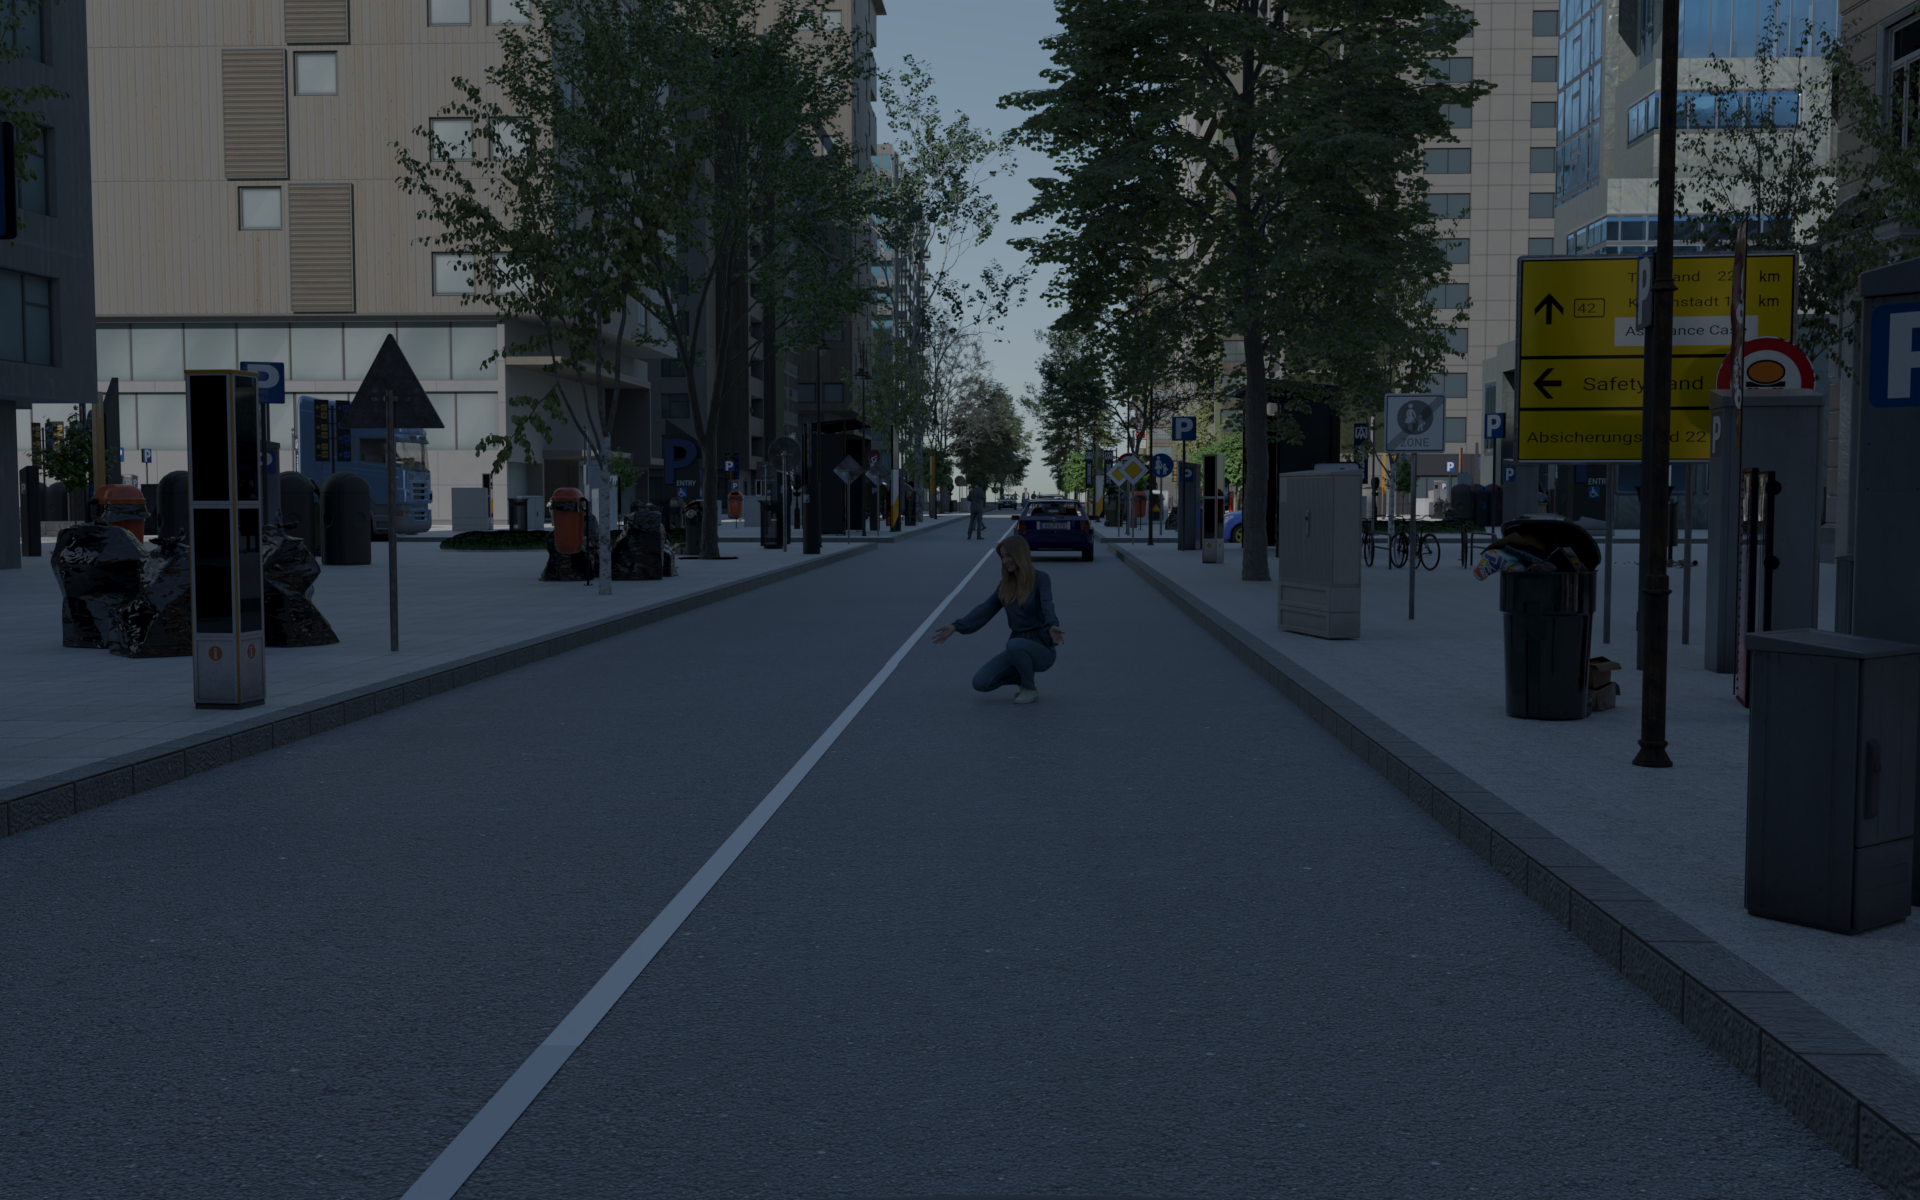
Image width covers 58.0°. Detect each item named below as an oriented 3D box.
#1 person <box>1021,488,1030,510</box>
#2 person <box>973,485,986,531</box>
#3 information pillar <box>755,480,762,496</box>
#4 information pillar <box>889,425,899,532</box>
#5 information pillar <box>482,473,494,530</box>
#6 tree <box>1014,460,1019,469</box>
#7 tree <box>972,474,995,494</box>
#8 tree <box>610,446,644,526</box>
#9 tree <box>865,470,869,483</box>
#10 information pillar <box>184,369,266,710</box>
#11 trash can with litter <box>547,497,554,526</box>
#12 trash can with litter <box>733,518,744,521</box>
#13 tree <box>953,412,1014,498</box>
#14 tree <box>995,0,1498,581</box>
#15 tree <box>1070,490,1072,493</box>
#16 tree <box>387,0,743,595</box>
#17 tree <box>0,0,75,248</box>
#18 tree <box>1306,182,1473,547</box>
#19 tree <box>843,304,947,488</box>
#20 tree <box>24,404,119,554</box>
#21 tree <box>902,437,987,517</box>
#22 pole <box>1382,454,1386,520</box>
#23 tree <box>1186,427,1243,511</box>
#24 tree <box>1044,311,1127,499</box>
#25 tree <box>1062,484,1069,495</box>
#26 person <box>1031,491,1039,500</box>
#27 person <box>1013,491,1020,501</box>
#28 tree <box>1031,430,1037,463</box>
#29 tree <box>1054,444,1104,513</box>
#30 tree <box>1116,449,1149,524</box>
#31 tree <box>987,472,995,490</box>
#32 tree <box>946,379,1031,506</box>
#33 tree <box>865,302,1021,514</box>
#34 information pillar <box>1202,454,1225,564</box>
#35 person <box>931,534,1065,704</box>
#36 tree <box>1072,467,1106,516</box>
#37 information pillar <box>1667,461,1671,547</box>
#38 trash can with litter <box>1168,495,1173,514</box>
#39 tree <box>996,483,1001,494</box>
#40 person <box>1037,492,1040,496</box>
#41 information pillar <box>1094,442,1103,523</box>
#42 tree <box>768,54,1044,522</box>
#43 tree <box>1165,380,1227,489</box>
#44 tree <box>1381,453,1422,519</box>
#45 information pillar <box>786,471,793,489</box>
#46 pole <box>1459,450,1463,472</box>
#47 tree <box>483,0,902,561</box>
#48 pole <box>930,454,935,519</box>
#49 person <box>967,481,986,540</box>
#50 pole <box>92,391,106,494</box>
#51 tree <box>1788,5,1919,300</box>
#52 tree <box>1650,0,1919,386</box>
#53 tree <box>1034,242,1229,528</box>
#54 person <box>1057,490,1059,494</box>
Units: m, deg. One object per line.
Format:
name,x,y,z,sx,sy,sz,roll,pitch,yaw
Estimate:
person,3.907,-5.789,103.175,0.581,1.822,0.654,0,4,3
person,0.674,-3.627,67.902,0.767,1.812,0.694,0,4,-6
information pillar,-10.369,-5.179,89.175,0.304,2.012,0.304,-1,4,-9
information pillar,-2.216,-4.119,58.699,0.183,3.616,0.504,1,4,20
information pillar,-16.742,-3.482,61.415,0.304,2.012,0.304,0,4,1
tree,5.802,-17.895,242.947,4.360,8.622,3.978,0,3,0
tree,2.117,-10.586,167.685,1.663,3.219,1.824,0,3,0
tree,-13.737,-4.578,69.452,1.663,3.219,1.824,0,3,0
tree,-6.721,-7.689,120.318,1.663,3.219,1.824,0,3,0
information pillar,-4.400,-0.360,10.386,0.304,2.012,0.304,1,4,8
trash can with litter,-15.706,-3.481,68.309,1.055,1.170,0.624,-3,5,-44
trash can with litter,-9.829,-4.343,82.061,2.233,1.210,1.678,-2,4,-26
tree,1.530,-12.252,150.683,4.360,8.622,3.978,0,3,0
tree,4.061,-6.545,25.136,7.486,12.596,7.792,0,3,0
tree,11.754,-10.569,167.410,1.663,3.219,1.824,0,3,0
tree,-4.716,-4.383,22.028,4.737,8.622,4.395,0,3,0
tree,-12.819,-4.307,20.786,4.737,8.622,4.395,0,3,0
tree,10.403,-5.590,41.761,4.737,8.622,4.395,0,3,0
tree,-2.530,-7.067,65.908,4.737,8.622,4.395,0,3,0
tree,-18.893,-2.607,37.219,1.663,3.219,1.824,0,3,0
tree,-1.672,-7.048,98.943,4.285,4.588,4.351,0,3,0
pole,21.334,-5.709,87.192,0.158,3.312,0.155,0,3,0
tree,13.191,-6.021,82.153,4.285,4.588,4.351,0,3,0
tree,12.569,-19.653,177.208,12.611,20.169,13.585,0,3,0
tree,13.216,-13.184,210.161,1.663,3.219,1.824,0,3,0
person,7.679,-10.330,177.929,0.617,1.759,0.750,2,4,34
person,7.006,-12.856,218.787,1.348,1.812,0.705,1,4,19
tree,6.228,-21.313,255.115,9.857,13.997,8.962,0,3,0
tree,8.264,-7.939,113.509,4.285,4.588,4.351,0,3,0
tree,7.403,-4.825,73.485,1.663,3.219,1.824,0,3,0
tree,1.789,-11.973,179.476,4.285,4.588,4.351,0,3,0
tree,2.615,-17.405,191.228,9.857,13.997,8.962,0,3,0
tree,-1.321,-12.312,111.668,12.009,13.543,11.850,0,3,0
information pillar,4.691,-1.685,32.049,0.304,2.012,0.304,3,4,38
person,0.413,0.128,11.913,0.738,1.151,1.012,-3,5,-44
tree,7.820,-6.468,100.359,1.663,3.219,1.824,0,3,0
information pillar,17.176,-3.106,42.143,0.183,3.616,0.504,3,5,41
trash can with litter,14.299,-6.830,122.734,1.678,1.210,2.233,2,4,33
tree,4.752,-14.847,237.343,1.663,3.219,1.824,0,3,0
person,13.053,-16.897,284.900,1.348,1.807,0.705,2,4,34
information pillar,6.278,-5.307,78.121,0.183,3.616,0.504,3,4,36
tree,-2.787,-13.561,77.612,12.611,20.169,13.585,0,3,0
tree,14.646,-9.613,107.531,4.737,8.622,4.395,0,3,0
tree,19.133,-4.878,74.350,1.663,3.219,1.824,0,3,0
information pillar,-8.530,-5.838,86.798,0.183,3.616,0.504,-3,4,-38
pole,22.914,-5.228,79.313,0.158,3.312,0.155,0,3,0
tree,-4.985,-6.592,33.535,9.928,11.665,9.643,0,3,0
pole,-1.498,-6.044,92.659,0.158,3.312,0.155,0,3,0
person,0.520,-2.836,54.678,0.655,1.846,0.447,1,4,21
pole,-17.137,-2.486,34.494,0.158,3.312,0.155,0,3,0
tree,12.068,-4.262,20.047,4.737,8.622,4.395,0,3,0
tree,12.748,-4.678,26.850,4.360,8.622,3.978,0,3,0
tree,6.397,-7.991,65.062,8.767,10.594,7.601,2,4,28
person,6.772,-6.732,119.567,0.512,1.701,0.522,2,4,24
